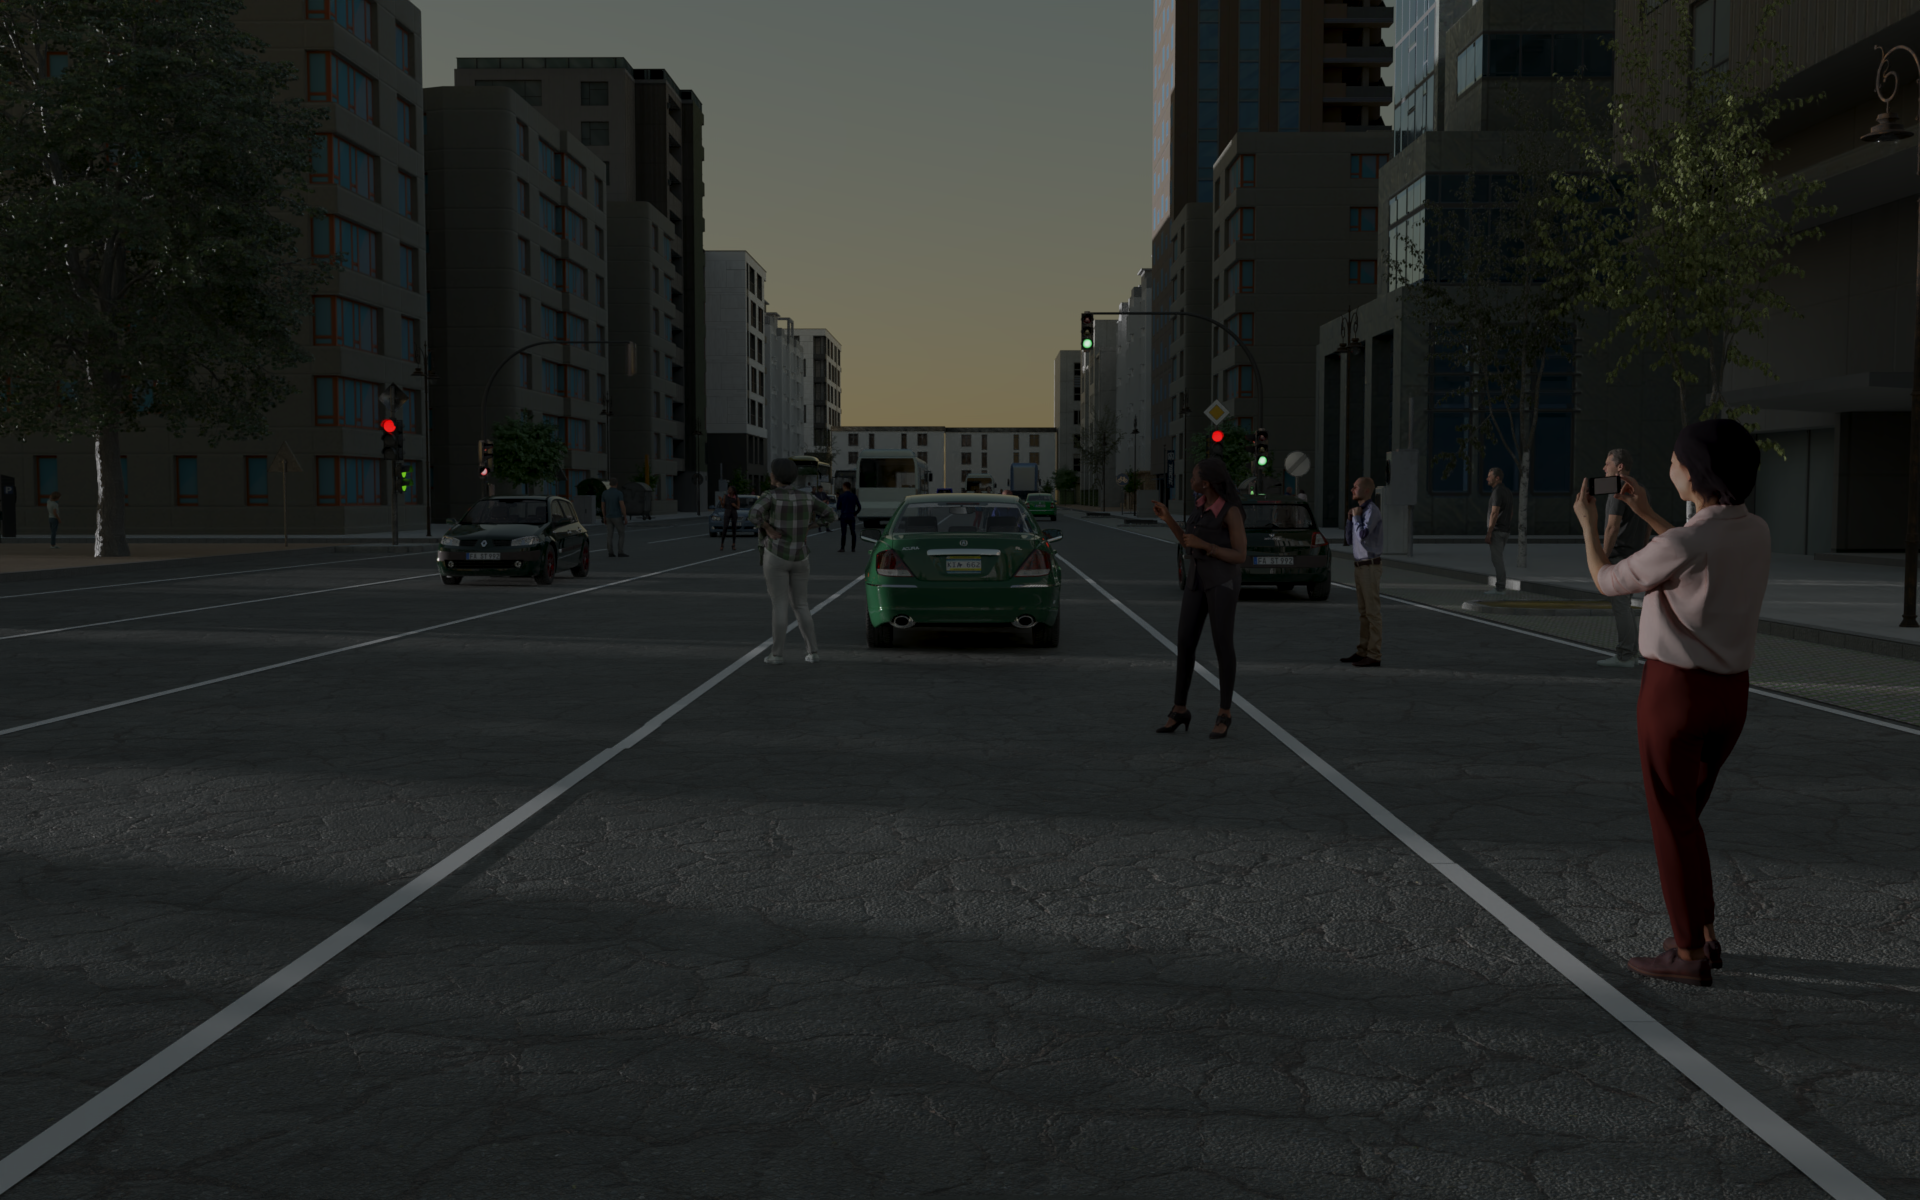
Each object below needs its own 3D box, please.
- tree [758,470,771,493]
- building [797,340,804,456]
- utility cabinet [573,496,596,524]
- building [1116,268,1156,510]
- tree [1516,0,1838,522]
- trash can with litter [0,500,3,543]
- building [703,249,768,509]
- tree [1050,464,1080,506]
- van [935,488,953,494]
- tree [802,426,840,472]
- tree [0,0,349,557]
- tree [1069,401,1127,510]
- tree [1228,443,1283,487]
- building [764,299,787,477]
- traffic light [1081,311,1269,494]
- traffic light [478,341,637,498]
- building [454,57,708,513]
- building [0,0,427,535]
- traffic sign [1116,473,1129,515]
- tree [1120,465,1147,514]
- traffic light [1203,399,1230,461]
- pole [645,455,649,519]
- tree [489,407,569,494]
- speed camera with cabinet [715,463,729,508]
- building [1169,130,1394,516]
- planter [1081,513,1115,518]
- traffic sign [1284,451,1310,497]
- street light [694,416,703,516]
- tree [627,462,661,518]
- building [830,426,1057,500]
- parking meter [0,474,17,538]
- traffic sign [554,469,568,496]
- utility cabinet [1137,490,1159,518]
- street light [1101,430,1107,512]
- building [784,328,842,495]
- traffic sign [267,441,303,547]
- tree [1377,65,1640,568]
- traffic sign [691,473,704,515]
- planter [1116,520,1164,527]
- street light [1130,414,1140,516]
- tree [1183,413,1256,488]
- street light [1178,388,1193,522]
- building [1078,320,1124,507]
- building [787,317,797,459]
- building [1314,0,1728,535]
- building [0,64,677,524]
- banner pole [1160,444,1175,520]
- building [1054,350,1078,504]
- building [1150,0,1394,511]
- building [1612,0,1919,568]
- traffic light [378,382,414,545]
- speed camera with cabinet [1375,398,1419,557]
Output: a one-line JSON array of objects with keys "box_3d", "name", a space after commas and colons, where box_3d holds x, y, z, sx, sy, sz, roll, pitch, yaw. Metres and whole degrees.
[{"box_3d": [-15.245, -8.711, 137.033, 1.663, 3.219, 1.824, 0, 3, 0], "name": "tree"}, {"box_3d": [-23.346, -20.507, 191.703, 11.380, 20.091, 16.016, 0, 4, 1], "name": "building"}, {"box_3d": [-16.062, -3.849, 74.090, 1.020, 1.237, 0.306, 2, 4, 29], "name": "utility cabinet"}, {"box_3d": [21.813, -17.999, 150.708, 16.016, 20.091, 11.380, 0, 4, 1], "name": "building"}, {"box_3d": [10.304, -4.533, 24.482, 4.737, 8.622, 4.395, 0, 3, 0], "name": "tree"}, {"box_3d": [-25.126, -2.021, 44.424, 1.055, 1.170, 0.624, 0, 4, 8], "name": "trash can with litter"}, {"box_3d": [-31.878, -18.312, 143.369, 27.936, 21.610, 32.646, 0, 4, 1], "name": "building"}, {"box_3d": [11.485, -12.627, 190.159, 4.285, 4.588, 4.351, 0, 3, 0], "name": "tree"}, {"box_3d": [-1.637, -11.116, 186.127, 2.240, 2.365, 5.245, 0, 4, 0], "name": "van"}, {"box_3d": [-14.871, -14.467, 186.891, 4.360, 8.622, 3.978, 0, 3, 0], "name": "tree"}, {"box_3d": [-17.544, -7.860, 35.174, 9.857, 13.997, 8.962, 0, 3, 0], "name": "tree"}, {"box_3d": [10.903, -11.339, 135.757, 4.360, 8.622, 3.978, 0, 3, 0], "name": "tree"}, {"box_3d": [10.994, -4.305, 64.991, 1.663, 3.219, 1.824, 0, 3, 0], "name": "tree"}, {"box_3d": [-25.524, -18.956, 166.343, 16.016, 20.091, 11.380, 0, 4, 1], "name": "building"}, {"box_3d": [5.370, -4.191, 43.188, 4.771, 5.953, 1.251, 0, 4, 1], "name": "traffic light"}, {"box_3d": [-12.028, -4.702, 51.542, 4.771, 5.953, 1.251, 0, 4, 1], "name": "traffic light"}, {"box_3d": [-25.476, -21.203, 118.376, 14.160, 30.474, 14.107, 0, 4, 1], "name": "building"}, {"box_3d": [-32.987, -13.658, 68.347, 27.650, 21.520, 28.899, 0, 4, 1], "name": "building"}, {"box_3d": [9.953, -6.484, 106.124, 0.768, 2.556, 0.104, 0, 4, 5], "name": "traffic sign"}, {"box_3d": [11.153, -7.279, 113.610, 1.663, 3.219, 1.824, 0, 3, 0], "name": "tree"}, {"box_3d": [7.559, -3.815, 51.289, 0.839, 4.253, 0.868, 0, 4, 1], "name": "traffic light"}, {"box_3d": [-16.118, -5.837, 89.278, 0.158, 3.312, 0.155, 0, 3, 0], "name": "pole"}, {"box_3d": [-16.391, -4.992, 65.331, 4.285, 4.588, 4.351, 0, 3, 0], "name": "tree"}, {"box_3d": [-15.124, -7.086, 110.199, 0.660, 3.252, 2.038, 0, 4, 3], "name": "speed camera with cabinet"}, {"box_3d": [27.201, -15.428, 97.282, 27.650, 21.520, 28.899, 0, 4, 1], "name": "building"}, {"box_3d": [8.216, -5.030, 103.372, 1.991, 0.319, 1.994, 0, 4, 1], "name": "planter"}, {"box_3d": [9.936, -3.119, 51.096, 0.768, 2.556, 0.104, 0, 4, 1], "name": "traffic sign"}, {"box_3d": [-15.550, -7.970, 103.092, 0.468, 5.910, 1.993, 0, 4, 1], "name": "street light"}, {"box_3d": [-16.491, -5.918, 91.362, 1.663, 3.219, 1.824, 0, 3, 0], "name": "tree"}, {"box_3d": [-1.896, -16.896, 218.390, 28.070, 9.664, 9.099, 0, 4, 1], "name": "building"}, {"box_3d": [-28.138, -2.785, 51.240, 0.399, 1.863, 0.255, -3, 4, -36], "name": "parking meter"}, {"box_3d": [-15.933, -4.186, 68.445, 0.884, 2.594, 0.081, 1, 4, 9], "name": "traffic sign"}, {"box_3d": [10.099, -5.172, 93.246, 1.173, 1.500, 0.318, -1, 4, -19], "name": "utility cabinet"}, {"box_3d": [10.506, -9.374, 126.055, 0.468, 5.910, 1.993, 0, 4, 1], "name": "street light"}, {"box_3d": [-32.647, -23.475, 227.789, 32.646, 21.610, 27.936, 0, 4, 1], "name": "building"}, {"box_3d": [-16.415, -2.577, 42.132, 0.884, 2.594, 0.081, 0, 4, 3], "name": "traffic sign"}, {"box_3d": [9.742, -4.885, 30.235, 4.360, 8.622, 3.978, 0, 3, 0], "name": "tree"}, {"box_3d": [-15.975, -6.437, 105.346, 0.768, 2.556, 0.104, 1, 4, 10], "name": "traffic sign"}, {"box_3d": [7.889, -3.359, 76.059, 1.991, 0.319, 1.994, 0, 4, 1], "name": "planter"}, {"box_3d": [10.182, -7.823, 100.695, 0.468, 5.910, 1.993, 0, 4, 1], "name": "street light"}, {"box_3d": [10.701, -5.261, 69.723, 4.285, 4.588, 4.351, 0, 3, 0], "name": "tree"}, {"box_3d": [9.791, -6.269, 75.279, 0.468, 5.910, 1.993, 0, 4, 1], "name": "street light"}, {"box_3d": [22.097, -19.420, 183.969, 16.747, 18.905, 31.486, 0, 4, 1], "name": "building"}, {"box_3d": [-25.630, -19.670, 178.031, 16.016, 20.091, 11.380, 0, 4, 1], "name": "building"}, {"box_3d": [29.299, -45.851, 62.338, 31.000, 86.520, 22.319, 0, 4, 1], "name": "building"}, {"box_3d": [-32.283, -15.422, 97.186, 27.650, 21.520, 28.899, 0, 4, 1], "name": "building"}, {"box_3d": [10.427, -5.917, 86.762, 0.863, 3.779, 0.401, 3, 5, 45], "name": "banner pole"}, {"box_3d": [28.115, -21.679, 220.916, 31.486, 18.905, 16.747, 0, 4, 1], "name": "building"}, {"box_3d": [20.786, -28.656, 118.637, 14.600, 45.320, 14.200, 0, 4, 1], "name": "building"}, {"box_3d": [28.037, -26.661, 25.144, 28.713, 52.752, 27.495, 0, 4, 1], "name": "building"}, {"box_3d": [-14.217, -3.341, 43.547, 0.839, 4.253, 0.868, 0, 4, 1], "name": "traffic light"}, {"box_3d": [9.145, -2.568, 36.317, 0.660, 3.252, 2.038, 0, 4, 5], "name": "speed camera with cabinet"}]
